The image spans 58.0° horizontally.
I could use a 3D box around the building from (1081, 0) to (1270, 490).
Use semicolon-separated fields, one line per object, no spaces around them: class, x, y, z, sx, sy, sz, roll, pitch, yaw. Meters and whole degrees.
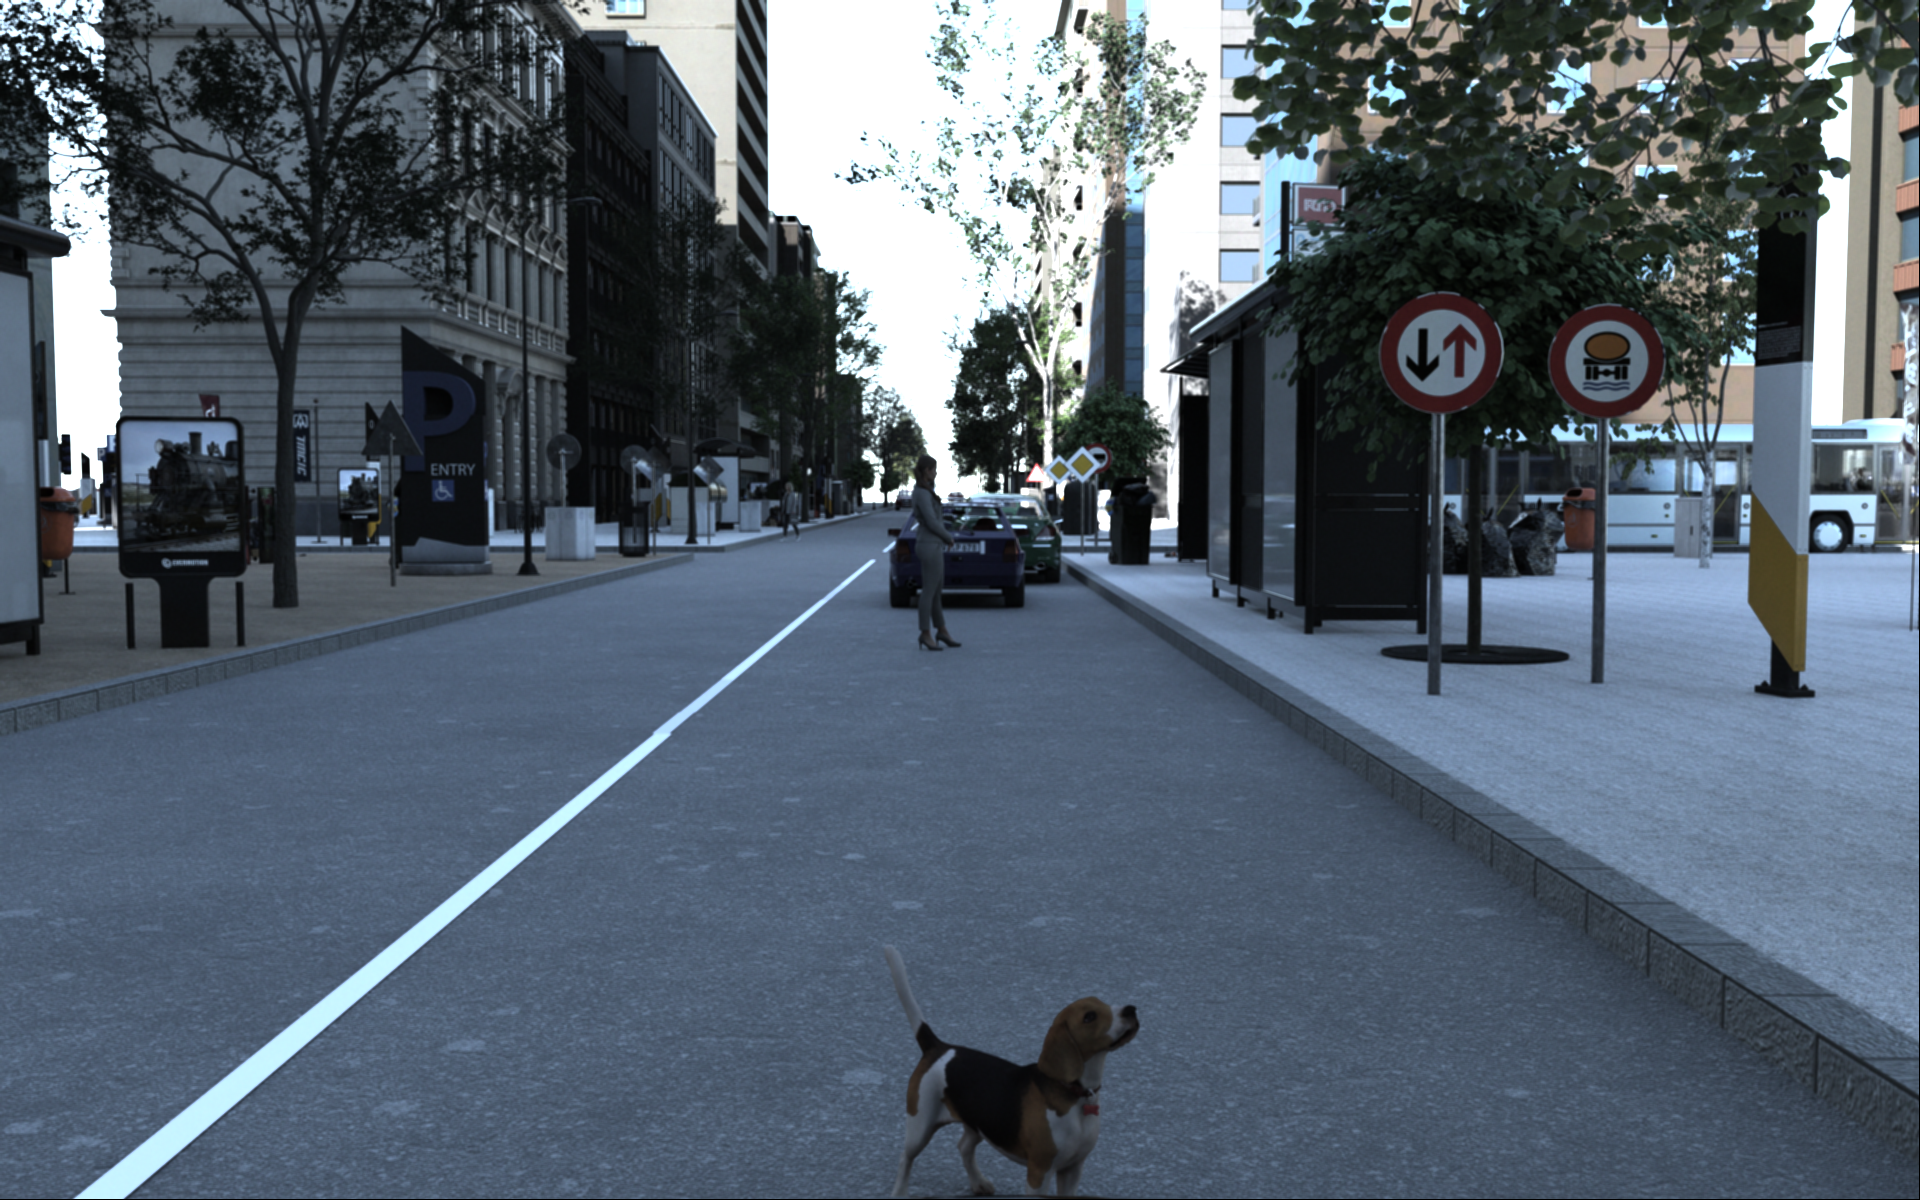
building;18.072;-30.644;151.132;14.600;45.320;14.200;0;4;0

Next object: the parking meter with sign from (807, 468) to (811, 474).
parking meter with sign;-9.561;-7.422;117.616;1.738;3.016;0.543;-3;5;-43

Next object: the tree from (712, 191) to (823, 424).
tree;-7.755;-7.128;50.960;8.767;10.594;7.601;1;4;15

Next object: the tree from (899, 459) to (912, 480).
tree;-8.389;-21.073;278.961;7.601;10.594;8.767;-2;4;-35

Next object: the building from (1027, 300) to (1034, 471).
building;16.901;-29.647;256.434;14.160;30.474;14.107;0;4;0

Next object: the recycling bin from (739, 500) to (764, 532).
recycling bin;-7.122;-2.829;58.816;0.722;1.027;0.722;0;4;-5

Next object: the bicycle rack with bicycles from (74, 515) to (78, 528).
bicycle rack with bicycles;-32.968;-2.896;60.736;2.925;0.926;2.852;0;4;3

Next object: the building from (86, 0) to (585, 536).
building;-20.838;-14.217;61.325;11.050;23.489;19.941;0;4;0

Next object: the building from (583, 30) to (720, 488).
building;-22.470;-18.716;99.514;14.314;27.812;24.014;0;4;0

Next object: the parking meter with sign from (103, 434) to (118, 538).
parking meter with sign;-24.519;-3.351;51.042;0.543;3.016;1.738;0;4;-6

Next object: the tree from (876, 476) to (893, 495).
tree;-7.398;-10.490;166.119;1.663;3.219;1.824;0;3;0

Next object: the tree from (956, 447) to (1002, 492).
tree;3.047;-17.429;219.369;7.601;10.594;8.767;3;4;39

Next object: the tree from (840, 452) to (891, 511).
tree;-7.682;-9.240;134.782;4.285;4.588;4.351;0;3;0

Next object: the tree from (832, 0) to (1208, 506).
tree;2.042;-12.781;64.866;12.611;20.169;13.585;0;3;0

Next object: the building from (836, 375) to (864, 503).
building;-29.282;-25.575;263.185;27.650;21.520;28.899;0;4;0

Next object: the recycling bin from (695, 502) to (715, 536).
recycling bin;-7.850;-2.470;52.931;0.722;1.027;0.722;-1;4;-9

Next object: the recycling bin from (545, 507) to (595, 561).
recycling bin;-7.549;-1.284;33.550;0.722;1.027;0.722;1;4;18

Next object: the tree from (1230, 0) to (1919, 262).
tree;4.008;-5.313;4.992;7.486;12.596;7.792;0;3;0

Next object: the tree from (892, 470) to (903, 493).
tree;-8.651;-14.184;215.616;4.285;4.588;4.351;0;3;0

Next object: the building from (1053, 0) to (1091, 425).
building;24.288;-35.693;172.823;28.713;52.752;27.495;0;4;0

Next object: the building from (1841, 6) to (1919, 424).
building;47.689;-24.929;62.216;28.867;44.769;22.147;0;4;0

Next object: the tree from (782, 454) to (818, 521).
tree;-7.904;-5.414;83.118;1.663;3.219;1.824;0;3;0

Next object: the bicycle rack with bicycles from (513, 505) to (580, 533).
bicycle rack with bicycles;-13.690;-2.684;57.264;2.852;0.926;2.925;1;4;10

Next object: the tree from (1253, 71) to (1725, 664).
tree;4.042;-1.833;13.681;4.285;4.588;4.351;0;3;0

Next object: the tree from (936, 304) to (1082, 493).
tree;2.832;-11.480;104.708;9.611;12.733;9.660;0;3;0

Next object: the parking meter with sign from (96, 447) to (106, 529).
parking meter with sign;-31.045;-4.160;64.273;0.543;3.016;1.738;2;4;28

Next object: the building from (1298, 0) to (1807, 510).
building;18.168;-24.955;58.129;14.200;45.320;14.600;0;4;0

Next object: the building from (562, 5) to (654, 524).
building;-21.675;-15.296;79.765;12.332;23.373;15.834;0;4;0

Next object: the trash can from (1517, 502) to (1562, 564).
trash can;10.139;-1.143;30.342;0.748;1.137;0.748;0;3;0

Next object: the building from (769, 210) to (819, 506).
building;-22.466;-24.846;177.931;14.160;30.474;14.107;0;4;0

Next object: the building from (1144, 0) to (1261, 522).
building;20.322;-33.553;90.590;21.231;58.520;28.212;0;4;0

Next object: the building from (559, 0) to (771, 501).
building;-26.014;-30.920;129.241;21.300;48.544;21.600;0;4;0

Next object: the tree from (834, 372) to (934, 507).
tree;-7.667;-16.178;174.885;12.009;13.543;11.850;0;3;0

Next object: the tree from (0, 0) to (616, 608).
tree;-7.671;-5.172;18.981;8.767;10.594;7.601;0;4;-1

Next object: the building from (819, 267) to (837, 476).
building;-22.943;-27.264;217.470;14.160;30.474;14.107;0;4;0

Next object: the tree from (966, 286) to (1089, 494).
tree;2.765;-9.920;87.944;9.928;11.665;9.643;0;3;0

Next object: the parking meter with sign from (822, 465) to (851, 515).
parking meter with sign;-7.457;-6.652;105.015;1.738;3.016;0.543;2;4;27

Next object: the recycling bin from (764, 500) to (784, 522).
recycling bin;-7.755;-3.610;71.578;0.722;1.027;0.722;-3;5;-39

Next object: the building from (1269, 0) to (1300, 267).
building;17.789;-29.777;136.958;14.600;45.320;14.200;0;4;0

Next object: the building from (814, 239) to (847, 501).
building;-31.972;-33.289;236.158;32.217;40.220;23.993;0;4;0

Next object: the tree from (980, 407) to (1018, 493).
tree;2.982;-11.300;135.114;4.360;8.622;3.978;0;3;0

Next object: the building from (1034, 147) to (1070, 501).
building;21.307;-37.561;237.826;21.300;48.544;21.600;0;4;0

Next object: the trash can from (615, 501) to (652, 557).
trash can;-6.657;-1.449;35.347;0.748;1.137;0.748;0;3;0

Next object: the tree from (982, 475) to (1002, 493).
tree;3.739;-12.967;206.603;1.663;3.219;1.824;0;3;0

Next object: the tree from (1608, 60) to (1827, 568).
tree;12.876;-4.873;30.034;4.737;8.622;4.395;0;3;0

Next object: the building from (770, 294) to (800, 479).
building;-29.565;-19.049;156.483;27.650;21.520;28.899;0;4;0

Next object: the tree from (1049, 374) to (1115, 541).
tree;4.227;-3.906;47.570;4.285;4.588;4.351;0;3;0

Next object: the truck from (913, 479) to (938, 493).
truck;-4.147;-13.783;215.116;2.967;4.110;18.799;0;3;0

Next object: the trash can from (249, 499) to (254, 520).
trash can;-19.294;-2.126;46.407;0.748;1.137;0.748;0;3;0

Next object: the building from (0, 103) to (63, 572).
building;-30.398;-42.955;14.993;31.000;86.520;22.319;0;4;0

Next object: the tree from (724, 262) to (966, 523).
tree;-6.742;-9.231;76.687;9.928;11.665;9.643;0;3;0

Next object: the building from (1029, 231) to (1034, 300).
building;17.627;-35.902;270.591;14.154;41.232;14.086;0;4;0
